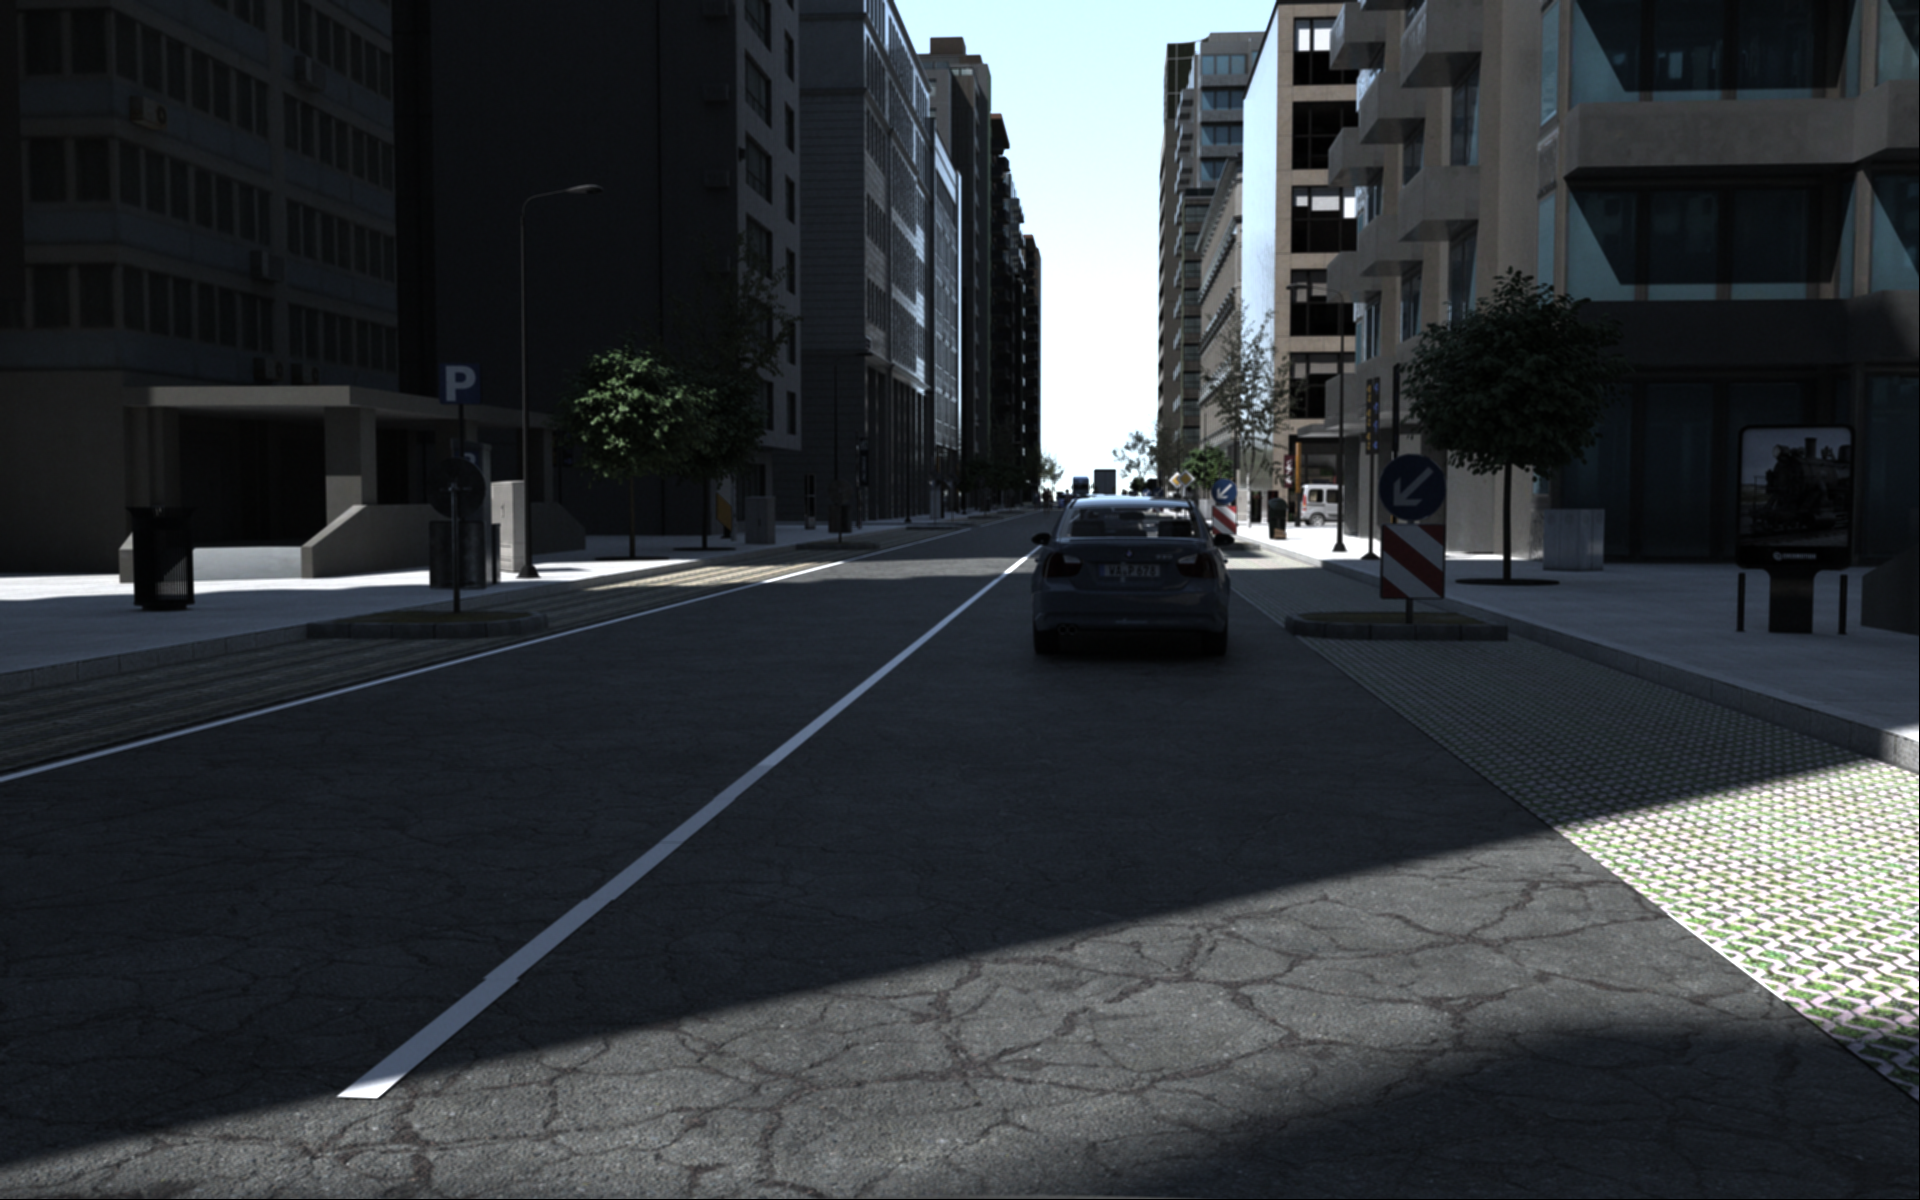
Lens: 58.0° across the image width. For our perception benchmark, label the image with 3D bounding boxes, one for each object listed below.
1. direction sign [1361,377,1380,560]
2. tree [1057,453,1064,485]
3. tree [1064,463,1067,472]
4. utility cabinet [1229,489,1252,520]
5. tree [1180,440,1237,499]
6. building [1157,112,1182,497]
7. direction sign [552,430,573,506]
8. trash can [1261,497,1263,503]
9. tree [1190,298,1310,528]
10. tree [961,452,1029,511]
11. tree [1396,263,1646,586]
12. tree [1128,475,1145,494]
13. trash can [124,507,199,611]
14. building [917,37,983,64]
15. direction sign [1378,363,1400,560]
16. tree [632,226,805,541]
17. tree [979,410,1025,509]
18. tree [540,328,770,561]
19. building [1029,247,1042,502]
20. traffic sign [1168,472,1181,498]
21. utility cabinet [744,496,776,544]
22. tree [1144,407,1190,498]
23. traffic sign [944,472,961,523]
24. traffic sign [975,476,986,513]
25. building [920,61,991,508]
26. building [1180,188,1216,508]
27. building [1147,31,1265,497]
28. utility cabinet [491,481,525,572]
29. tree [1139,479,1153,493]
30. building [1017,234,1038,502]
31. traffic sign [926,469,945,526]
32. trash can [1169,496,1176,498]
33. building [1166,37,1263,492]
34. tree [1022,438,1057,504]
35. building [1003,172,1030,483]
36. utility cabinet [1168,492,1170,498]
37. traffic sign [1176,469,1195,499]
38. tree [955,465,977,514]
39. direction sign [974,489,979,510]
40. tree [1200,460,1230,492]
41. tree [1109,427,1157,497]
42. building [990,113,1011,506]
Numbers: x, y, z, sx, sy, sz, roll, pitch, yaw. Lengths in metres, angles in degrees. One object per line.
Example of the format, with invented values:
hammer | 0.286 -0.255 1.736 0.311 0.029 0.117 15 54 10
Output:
direction sign | 8.076 -2.567 33.960 0.379 3.537 0.876 0 4 -1
tree | 11.671 -18.053 245.528 4.737 8.622 4.395 0 3 0
tree | 15.595 -20.764 289.849 4.737 8.622 4.395 0 3 0
utility cabinet | 13.554 -4.591 83.741 0.318 1.500 1.173 -3 5 -44
tree | 15.008 -7.403 104.758 4.285 4.588 4.351 0 3 0
building | 35.440 -36.049 213.096 21.300 48.544 21.600 0 4 5
direction sign | -11.534 -3.543 49.932 0.379 3.537 0.876 3 5 43
trash can | 13.474 -4.130 79.174 0.748 1.137 0.748 0 3 0
tree | 10.881 -6.995 64.729 4.360 8.622 3.978 0 3 0
tree | 3.015 -9.951 146.419 4.285 4.588 4.351 0 3 0
tree | 7.975 -2.516 24.843 4.285 4.588 4.351 0 3 0
tree | 30.284 -18.949 293.524 4.285 4.588 4.351 0 3 0
trash can | -8.816 -0.459 19.163 0.748 1.137 0.748 0 3 0
building | -4.304 -32.085 174.698 14.600 45.320 14.200 0 4 5
direction sign | 7.630 -2.348 30.385 0.379 3.537 0.876 1 4 9
tree | -6.415 -5.919 47.132 4.737 8.622 4.395 0 3 0
tree | 3.679 -12.276 151.073 4.360 8.622 3.978 0 3 0
tree | -6.509 -3.068 33.873 4.285 4.588 4.351 0 3 0
building | 7.127 -40.025 304.526 14.600 45.320 14.200 0 4 5
traffic sign | 9.670 -4.495 77.131 0.795 2.450 0.064 0 4 5
utility cabinet | -5.151 -2.043 44.563 0.306 1.237 1.020 -3 5 -40
tree | 17.454 -11.925 145.340 4.360 8.622 3.978 0 3 0
traffic sign | -0.338 -4.547 77.986 0.795 2.450 0.064 0 4 5
traffic sign | 1.402 -7.321 119.810 0.768 2.556 0.104 1 4 10
building | -4.561 -29.157 160.311 14.154 41.232 14.086 0 4 5
building | 28.103 -24.075 165.335 14.160 30.474 14.107 0 4 5
building | 40.325 -51.107 273.852 20.563 71.187 20.611 0 4 5
utility cabinet | -7.479 -1.227 28.740 0.318 1.500 1.173 -2 4 -33
tree | 23.691 -13.728 219.046 1.663 3.219 1.824 0 3 0
building | 1.342 -38.461 283.456 22.147 44.769 28.867 0 4 5
traffic sign | -1.003 -4.060 70.028 0.795 2.450 0.064 0 4 5
trash can | 16.024 -7.251 130.201 0.748 1.137 0.748 0 3 0
building | 34.592 -34.675 186.545 23.786 49.044 30.456 0 4 5
tree | 9.618 -16.968 227.792 4.737 8.622 4.395 0 3 0
building | -1.990 -38.794 253.894 23.786 49.044 30.456 0 4 5
utility cabinet | 18.640 -8.684 150.654 1.173 1.500 0.318 2 4 29
traffic sign | 9.004 -4.008 69.174 0.795 2.450 0.064 0 4 5
tree | 0.376 -7.337 114.555 1.663 3.219 1.824 0 3 0
direction sign | 1.365 -9.231 142.915 0.876 3.537 0.379 -1 4 -12
tree | 14.376 -6.331 98.116 1.663 3.219 1.824 0 3 0
tree | 25.054 -18.609 238.670 8.767 10.594 7.601 -3 5 -40
building | -5.729 -33.136 196.402 22.147 44.769 28.867 0 4 5
